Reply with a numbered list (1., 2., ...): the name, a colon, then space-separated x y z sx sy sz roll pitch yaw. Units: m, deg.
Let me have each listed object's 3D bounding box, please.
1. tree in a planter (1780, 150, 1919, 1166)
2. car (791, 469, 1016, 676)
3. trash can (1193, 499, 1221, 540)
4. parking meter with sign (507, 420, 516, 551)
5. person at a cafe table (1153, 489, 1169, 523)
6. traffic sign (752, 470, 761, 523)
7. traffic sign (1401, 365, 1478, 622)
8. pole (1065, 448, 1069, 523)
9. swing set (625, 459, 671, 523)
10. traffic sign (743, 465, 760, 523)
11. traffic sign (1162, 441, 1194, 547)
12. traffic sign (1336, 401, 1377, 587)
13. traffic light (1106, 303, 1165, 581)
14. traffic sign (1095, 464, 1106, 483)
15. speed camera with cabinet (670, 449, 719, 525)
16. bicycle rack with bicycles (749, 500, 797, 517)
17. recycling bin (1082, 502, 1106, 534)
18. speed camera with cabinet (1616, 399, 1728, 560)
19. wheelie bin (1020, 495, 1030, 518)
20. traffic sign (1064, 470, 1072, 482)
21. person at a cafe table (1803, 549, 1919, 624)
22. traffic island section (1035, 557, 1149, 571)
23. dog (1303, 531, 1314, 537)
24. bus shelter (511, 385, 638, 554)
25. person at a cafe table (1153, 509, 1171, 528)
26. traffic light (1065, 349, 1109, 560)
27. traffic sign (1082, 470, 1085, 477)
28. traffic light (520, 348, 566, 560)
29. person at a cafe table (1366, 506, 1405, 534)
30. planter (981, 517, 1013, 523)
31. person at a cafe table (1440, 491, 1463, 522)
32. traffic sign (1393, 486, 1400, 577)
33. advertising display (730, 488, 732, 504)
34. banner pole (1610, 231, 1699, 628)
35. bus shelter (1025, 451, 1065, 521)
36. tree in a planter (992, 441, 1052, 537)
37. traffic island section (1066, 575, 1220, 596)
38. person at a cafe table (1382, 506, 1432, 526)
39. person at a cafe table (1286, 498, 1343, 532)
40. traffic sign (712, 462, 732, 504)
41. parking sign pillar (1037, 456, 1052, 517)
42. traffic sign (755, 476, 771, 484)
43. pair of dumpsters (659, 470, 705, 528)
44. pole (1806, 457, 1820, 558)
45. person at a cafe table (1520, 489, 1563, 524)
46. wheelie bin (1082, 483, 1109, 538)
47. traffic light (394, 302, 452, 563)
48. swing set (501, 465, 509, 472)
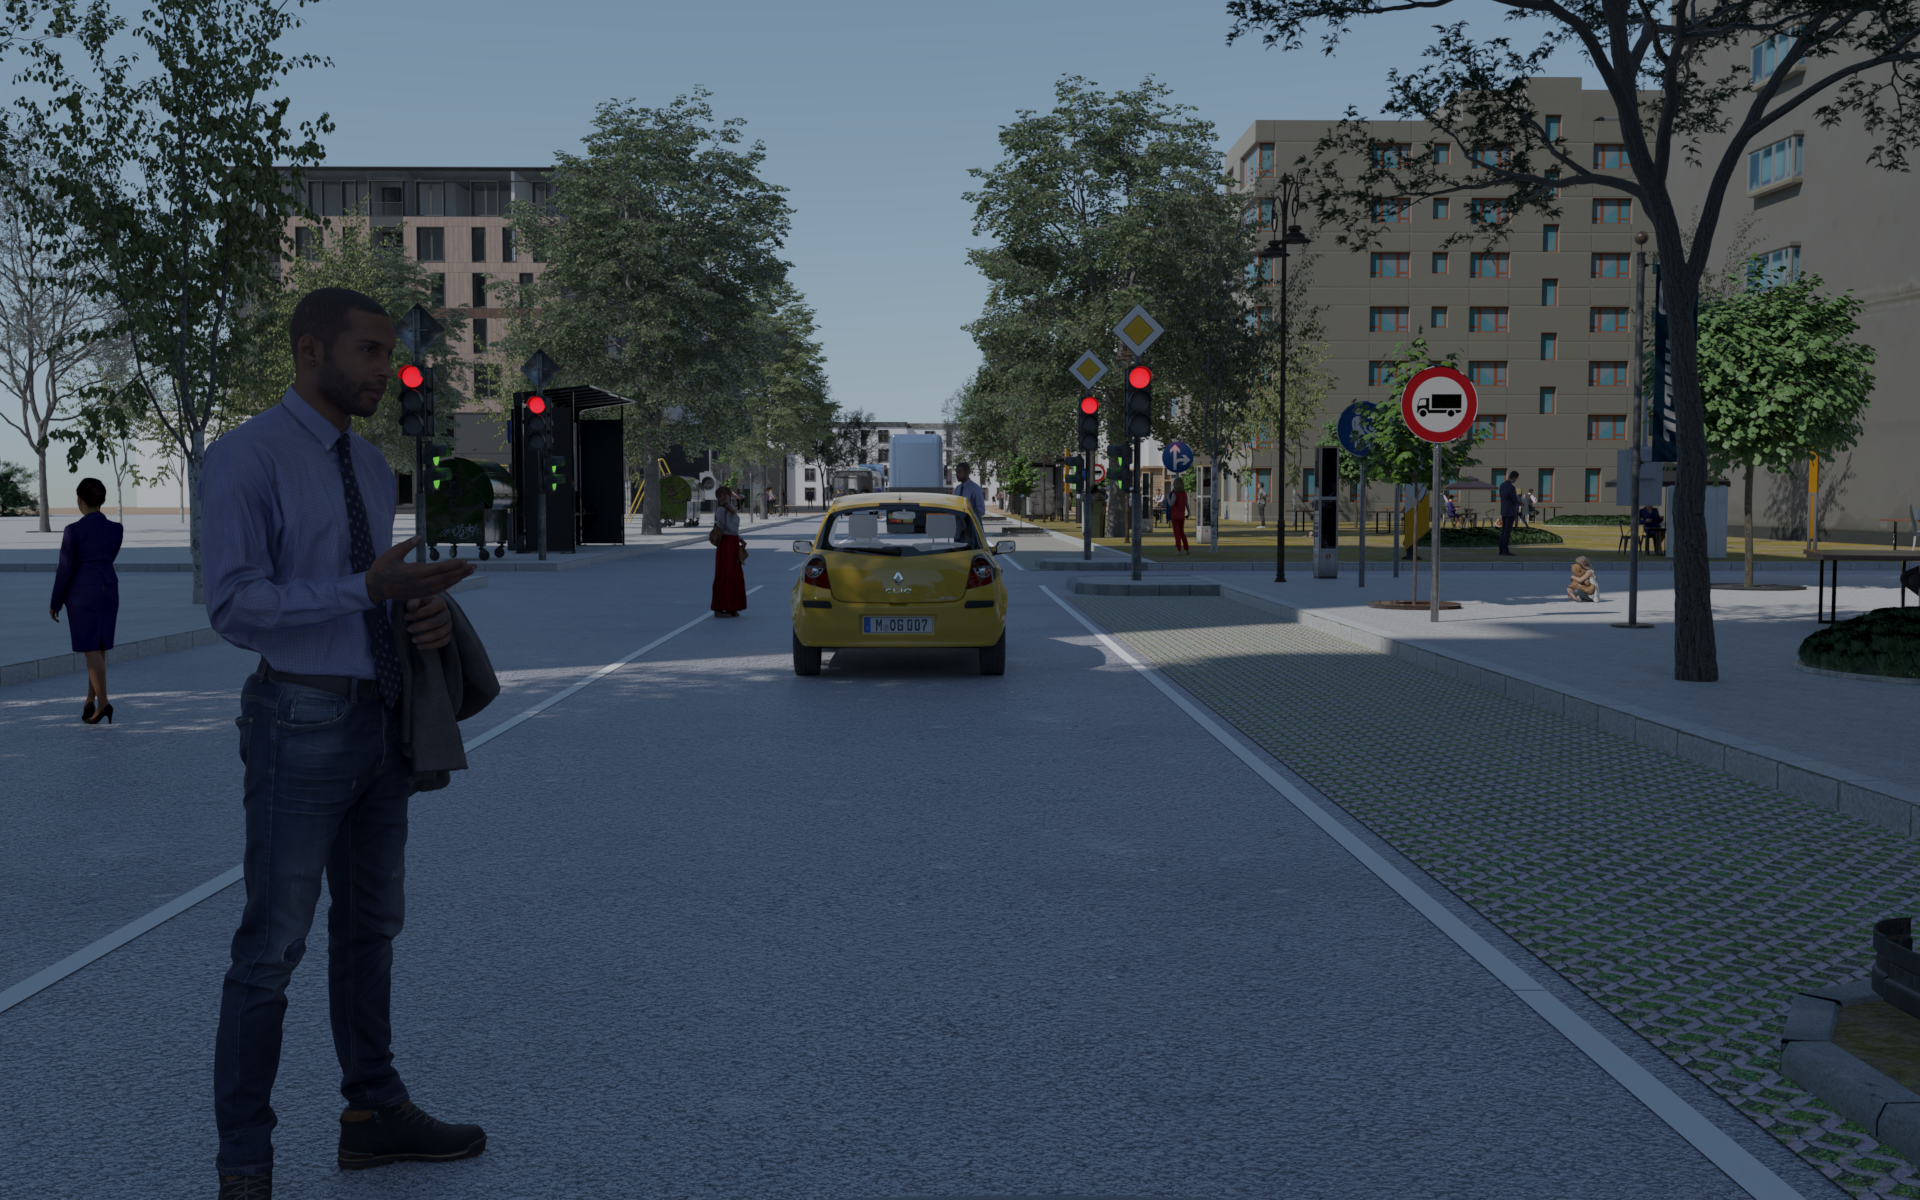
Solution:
1. tree in a planter: 3.018 -0.402 3.795 1.991 3.239 1.994 0 4 -1
2. car: -0.495 -0.298 15.104 2.015 1.641 3.980 0 4 -1
3. trash can: 6.624 -2.127 46.435 0.748 1.137 0.748 0 3 0
4. parking meter with sign: -10.211 -2.674 39.985 0.543 3.016 1.738 -1 4 -11
5. person at a cafe table: 8.493 -4.146 76.310 1.622 1.524 1.698 -2 4 -33
6. traffic sign: -9.313 -4.737 77.563 0.768 2.556 0.104 0 4 6
7. traffic sign: 4.756 -1.050 17.277 0.768 2.556 0.104 0 4 0
8. pole: 4.776 -5.107 77.347 0.158 3.312 0.155 0 3 0
9. swing set: -13.458 -4.882 77.448 2.862 2.851 3.119 -1 4 -15
10. traffic sign: -9.231 -4.677 76.576 0.768 2.556 0.104 0 4 0
11. traffic sign: 5.263 -2.558 41.927 0.768 2.556 0.104 1 4 8
12. traffic sign: 5.536 -1.449 23.797 0.768 2.556 0.104 0 4 1
13. traffic light: 2.606 -2.247 25.651 0.839 4.253 0.868 0 4 -1
14. traffic sign: 5.748 -4.456 72.961 0.768 2.556 0.104 0 3 0
15. speed camera with cabinet: -10.916 -4.681 70.866 2.038 3.252 0.660 0 4 7
16. bicycle rack with bicycles: -10.435 -5.158 97.722 2.852 0.926 2.925 -2 4 -24
17. recycling bin: 4.327 -2.647 55.828 0.722 1.027 0.722 1 4 10
18. speed camera with cabinet: 13.947 -2.420 33.907 2.038 3.252 0.660 0 4 -7
19. wheelie bin: 3.520 -5.102 91.328 0.693 1.594 0.980 2 4 24
20. traffic sign: 5.444 -5.422 88.387 0.795 2.593 0.064 0 4 6
21. person at a cafe table: 8.978 -0.483 16.406 1.622 1.524 1.698 1 4 20
22. traffic island section: 2.507 -0.701 33.750 2.009 0.180 2.903 0 4 -1
23. dog: 10.589 -2.060 51.423 0.550 0.427 0.748 -2 4 -33
24. bus shelter: -8.853 -2.997 40.289 1.731 3.624 6.357 0 4 -1
25. person at a cafe table: 7.083 -3.356 65.731 1.726 1.238 1.698 -3 4 -37
26. traffic light: 2.467 -2.735 33.635 0.839 4.253 0.868 0 4 -1
27. traffic sign: 5.976 -4.863 79.614 0.768 2.556 0.104 0 4 2
28. traffic light: -8.073 -2.723 33.436 0.839 4.253 0.868 0 4 -1
29. person at a cafe table: 14.395 -2.774 56.209 1.726 1.238 1.698 -3 5 -43
30. planter: 1.587 -3.972 86.085 1.991 0.319 1.994 0 4 -1
31. person at a cafe table: 22.089 -4.337 79.419 1.698 1.524 1.622 1 4 22
32. traffic sign: 6.718 -1.621 26.603 0.768 2.556 0.104 0 4 7
33. advertising display: -12.316 -5.368 92.983 0.123 1.923 0.974 0 4 -3
34. banner pole: 6.717 -1.629 16.651 0.863 3.779 0.401 -1 4 -12
35. bus shelter: 4.101 -5.534 84.402 2.014 3.302 5.546 0 4 -1
36. tree in a planter: 2.072 -3.746 58.468 1.991 3.239 1.994 0 4 -1
37. traffic island section: 2.646 -0.213 25.766 2.009 0.180 2.903 0 4 -1
38. person at a cafe table: 18.011 -3.740 69.669 1.622 1.524 1.698 2 4 30
39. person at a cafe table: 12.221 -3.099 59.184 1.698 1.524 1.622 -1 4 -9
40. traffic sign: -9.496 -4.220 69.097 0.768 2.556 0.104 0 3 0
41. parking sign pillar: 4.763 -6.747 98.789 1.447 3.967 1.447 -1 4 -21
42. traffic sign: -10.772 -5.793 94.712 0.884 2.594 0.081 1 4 9
43. pair of dumpsters: -10.900 -3.956 67.180 1.574 2.255 4.437 0 4 -1
44. pole: 17.184 -2.508 34.842 0.158 3.312 0.155 0 3 0
45. person at a cafe table: 25.220 -4.124 75.950 1.622 1.524 1.698 -3 4 -36
46. wheelie bin: 3.974 -2.623 50.796 0.693 1.594 0.980 1 4 17
47. traffic light: -7.933 -2.234 25.452 0.839 4.253 0.868 0 4 -1
48. swing set: -25.640 -6.525 104.302 3.119 2.851 2.862 -2 4 -33
